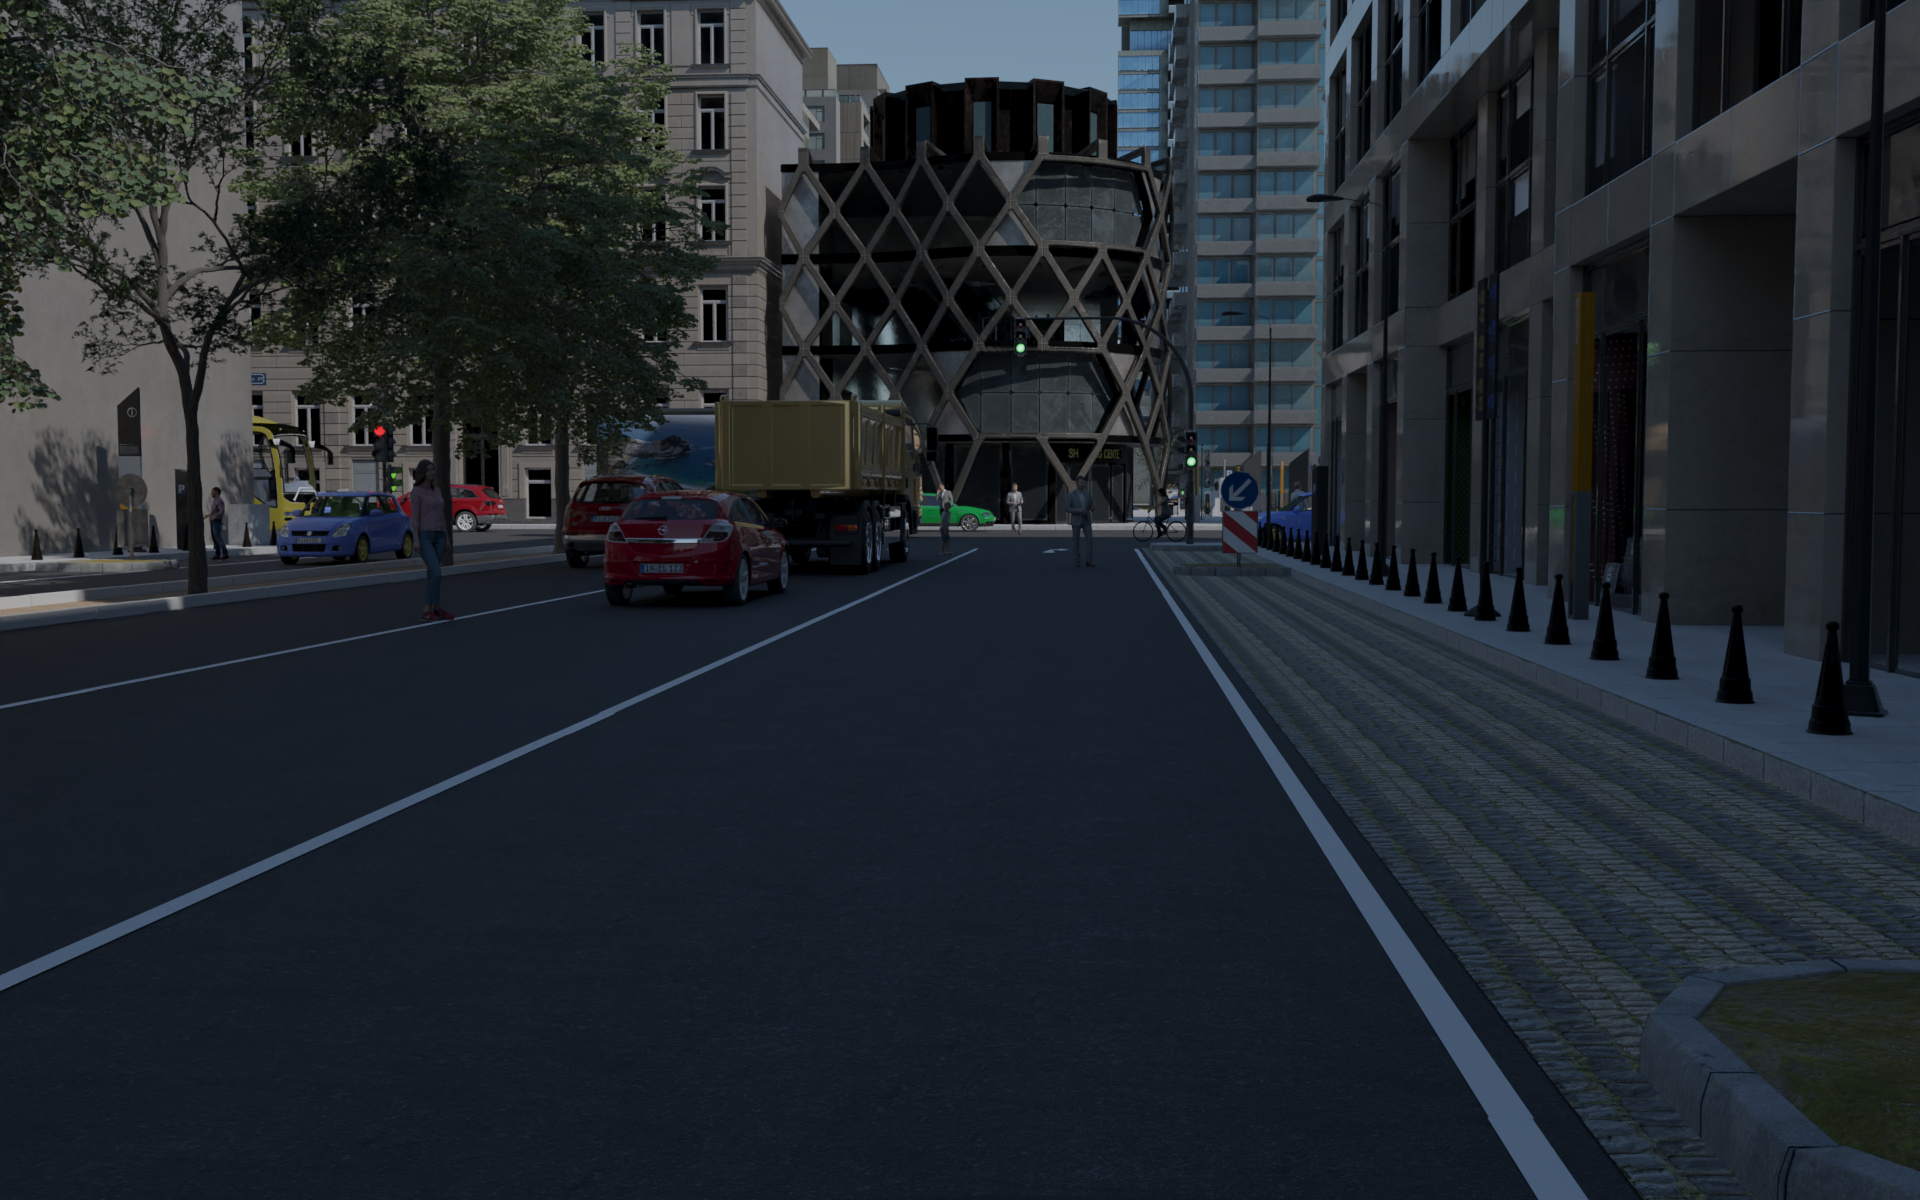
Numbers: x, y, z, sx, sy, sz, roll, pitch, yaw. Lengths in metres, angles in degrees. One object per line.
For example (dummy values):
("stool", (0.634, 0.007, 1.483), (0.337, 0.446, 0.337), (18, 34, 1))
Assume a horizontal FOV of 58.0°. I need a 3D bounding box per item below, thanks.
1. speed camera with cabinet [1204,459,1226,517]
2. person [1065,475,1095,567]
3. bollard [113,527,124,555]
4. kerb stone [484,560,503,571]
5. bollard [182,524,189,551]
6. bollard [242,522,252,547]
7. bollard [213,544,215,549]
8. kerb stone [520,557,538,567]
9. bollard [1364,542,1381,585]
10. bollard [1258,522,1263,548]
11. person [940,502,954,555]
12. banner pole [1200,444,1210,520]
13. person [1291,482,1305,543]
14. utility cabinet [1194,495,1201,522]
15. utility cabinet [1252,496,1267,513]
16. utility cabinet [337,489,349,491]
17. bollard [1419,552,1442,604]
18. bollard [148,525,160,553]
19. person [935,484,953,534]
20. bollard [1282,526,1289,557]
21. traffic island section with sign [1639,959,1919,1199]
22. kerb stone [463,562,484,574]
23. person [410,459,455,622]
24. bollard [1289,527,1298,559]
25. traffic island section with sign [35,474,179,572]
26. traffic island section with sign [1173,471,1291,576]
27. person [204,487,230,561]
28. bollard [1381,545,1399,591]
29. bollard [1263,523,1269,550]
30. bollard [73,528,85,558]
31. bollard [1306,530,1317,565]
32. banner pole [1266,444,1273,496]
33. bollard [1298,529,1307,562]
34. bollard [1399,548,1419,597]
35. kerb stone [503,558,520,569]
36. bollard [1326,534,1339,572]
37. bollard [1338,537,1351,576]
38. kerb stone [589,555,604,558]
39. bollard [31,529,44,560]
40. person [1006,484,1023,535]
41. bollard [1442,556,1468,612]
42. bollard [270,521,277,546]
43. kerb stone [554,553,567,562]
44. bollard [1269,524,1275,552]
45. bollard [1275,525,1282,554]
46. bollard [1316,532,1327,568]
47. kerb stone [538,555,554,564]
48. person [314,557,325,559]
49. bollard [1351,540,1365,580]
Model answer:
("speed camera with cabinet", (14.618, -6.392, 98.848), (0.660, 3.252, 2.038), (-1, 4, -15))
("person", (2.419, -1.561, 34.222), (0.606, 1.804, 0.583), (-2, 4, -23))
("bollard", (-17.702, -1.245, 36.393), (0.229, 0.601, 0.229), (0, 3, 0))
("kerb stone", (-8.886, -0.637, 32.607), (0.120, 0.150, 1.000), (0, 4, 5))
("bollard", (-17.476, -1.413, 39.145), (0.229, 0.601, 0.229), (0, 3, 0))
("bollard", (-17.256, -1.581, 41.896), (0.229, 0.601, 0.229), (0, 3, 0))
("bollard", (-17.367, -1.497, 40.521), (0.229, 0.601, 0.229), (0, 3, 0))
("kerb stone", (-8.721, -0.762, 34.658), (0.120, 0.150, 1.000), (0, 4, 5))
("bollard", (5.892, -0.516, 24.486), (0.229, 0.601, 0.229), (0, 3, 0))
("bollard", (7.230, -1.528, 41.022), (0.229, 0.601, 0.229), (0, 3, 0))
("person", (-0.312, -1.685, 40.735), (0.332, 1.250, 0.352), (-2, 4, -27))
("banner pole", (12.183, -5.882, 86.195), (0.401, 3.779, 0.863), (-2, 4, -31))
("person", (9.888, -2.569, 50.733), (0.478, 1.798, 0.641), (3, 5, 40))
("utility cabinet", (10.646, -4.129, 78.665), (0.306, 1.237, 1.020), (-1, 4, -9))
("utility cabinet", (13.096, -3.924, 75.318), (0.306, 1.237, 1.020), (-1, 4, -22))
("utility cabinet", (-25.978, -3.930, 72.929), (0.318, 1.500, 1.173), (-1, 4, -12))
("bollard", (5.556, -0.262, 20.330), (0.229, 0.601, 0.229), (0, 3, 0))
("bollard", (-17.586, -1.329, 37.769), (0.229, 0.601, 0.229), (0, 3, 0))
("person", (-0.572, -3.268, 62.113), (0.592, 1.802, 0.473), (3, 5, 45))
("bollard", (6.785, -1.191, 35.514), (0.229, 0.601, 0.229), (0, 3, 0))
("traffic island section with sign", (2.629, 0.301, 3.707), (1.989, 1.847, 2.006), (0, 4, 5))
("kerb stone", (-8.970, -0.574, 31.586), (0.120, 0.150, 1.000), (0, 4, 5))
("person", (-5.950, -0.668, 19.431), (0.388, 1.821, 0.555), (1, 4, 15))
("bollard", (6.674, -1.107, 34.138), (0.229, 0.601, 0.229), (0, 3, 0))
("traffic island section with sign", (-16.057, -1.485, 32.914), (1.989, 1.847, 2.006), (0, 4, 5))
("traffic island section with sign", (4.821, -1.363, 30.914), (1.989, 1.847, 2.006), (0, 4, 5))
("person", (-15.897, -1.624, 37.005), (0.435, 1.587, 0.963), (-3, 5, -40))
("bollard", (5.784, -0.432, 23.105), (0.229, 0.601, 0.229), (0, 3, 0))
("bollard", (7.119, -1.444, 39.646), (0.229, 0.601, 0.229), (0, 3, 0))
("bollard", (-17.810, -1.160, 35.003), (0.229, 0.601, 0.229), (0, 3, 0))
("bollard", (6.452, -0.939, 31.386), (0.229, 0.601, 0.229), (0, 3, 0))
("banner pole", (15.282, -5.849, 85.651), (0.401, 3.779, 0.863), (-1, 4, -16))
("bollard", (6.565, -1.023, 32.762), (0.229, 0.601, 0.229), (0, 3, 0))
("bollard", (5.674, -0.347, 21.715), (0.229, 0.601, 0.229), (0, 3, 0))
("kerb stone", (-8.810, -0.699, 33.630), (0.120, 0.150, 1.000), (0, 4, 5))
("bollard", (6.231, -0.770, 28.634), (0.229, 0.601, 0.229), (0, 3, 0))
("bollard", (6.119, -0.685, 27.247), (0.229, 0.601, 0.229), (0, 3, 0))
("kerb stone", (-8.309, -1.075, 39.795), (0.120, 0.150, 1.000), (0, 4, 5))
("bollard", (-17.925, -1.075, 33.622), (0.229, 0.601, 0.229), (0, 3, 0))
("person", (1.958, -3.195, 60.945), (0.606, 1.804, 0.583), (-1, 4, -15))
("bollard", (5.450, -0.178, 18.953), (0.229, 0.601, 0.229), (0, 3, 0))
("bollard", (-17.143, -1.665, 43.272), (0.229, 0.601, 0.229), (0, 3, 0))
("kerb stone", (-8.557, -0.888, 36.707), (0.120, 0.150, 1.000), (0, 4, 5))
("bollard", (7.007, -1.360, 38.270), (0.229, 0.601, 0.229), (0, 3, 0))
("bollard", (6.897, -1.275, 36.890), (0.229, 0.601, 0.229), (0, 3, 0))
("bollard", (6.346, -0.854, 30.010), (0.229, 0.601, 0.229), (0, 3, 0))
("kerb stone", (-8.642, -0.819, 35.685), (0.120, 0.150, 1.000), (0, 4, 5))
("person", (-14.246, -1.593, 38.459), (0.435, 1.345, 0.340), (2, 4, 29))
("bollard", (6.007, -0.601, 25.862), (0.229, 0.601, 0.229), (0, 3, 0))
